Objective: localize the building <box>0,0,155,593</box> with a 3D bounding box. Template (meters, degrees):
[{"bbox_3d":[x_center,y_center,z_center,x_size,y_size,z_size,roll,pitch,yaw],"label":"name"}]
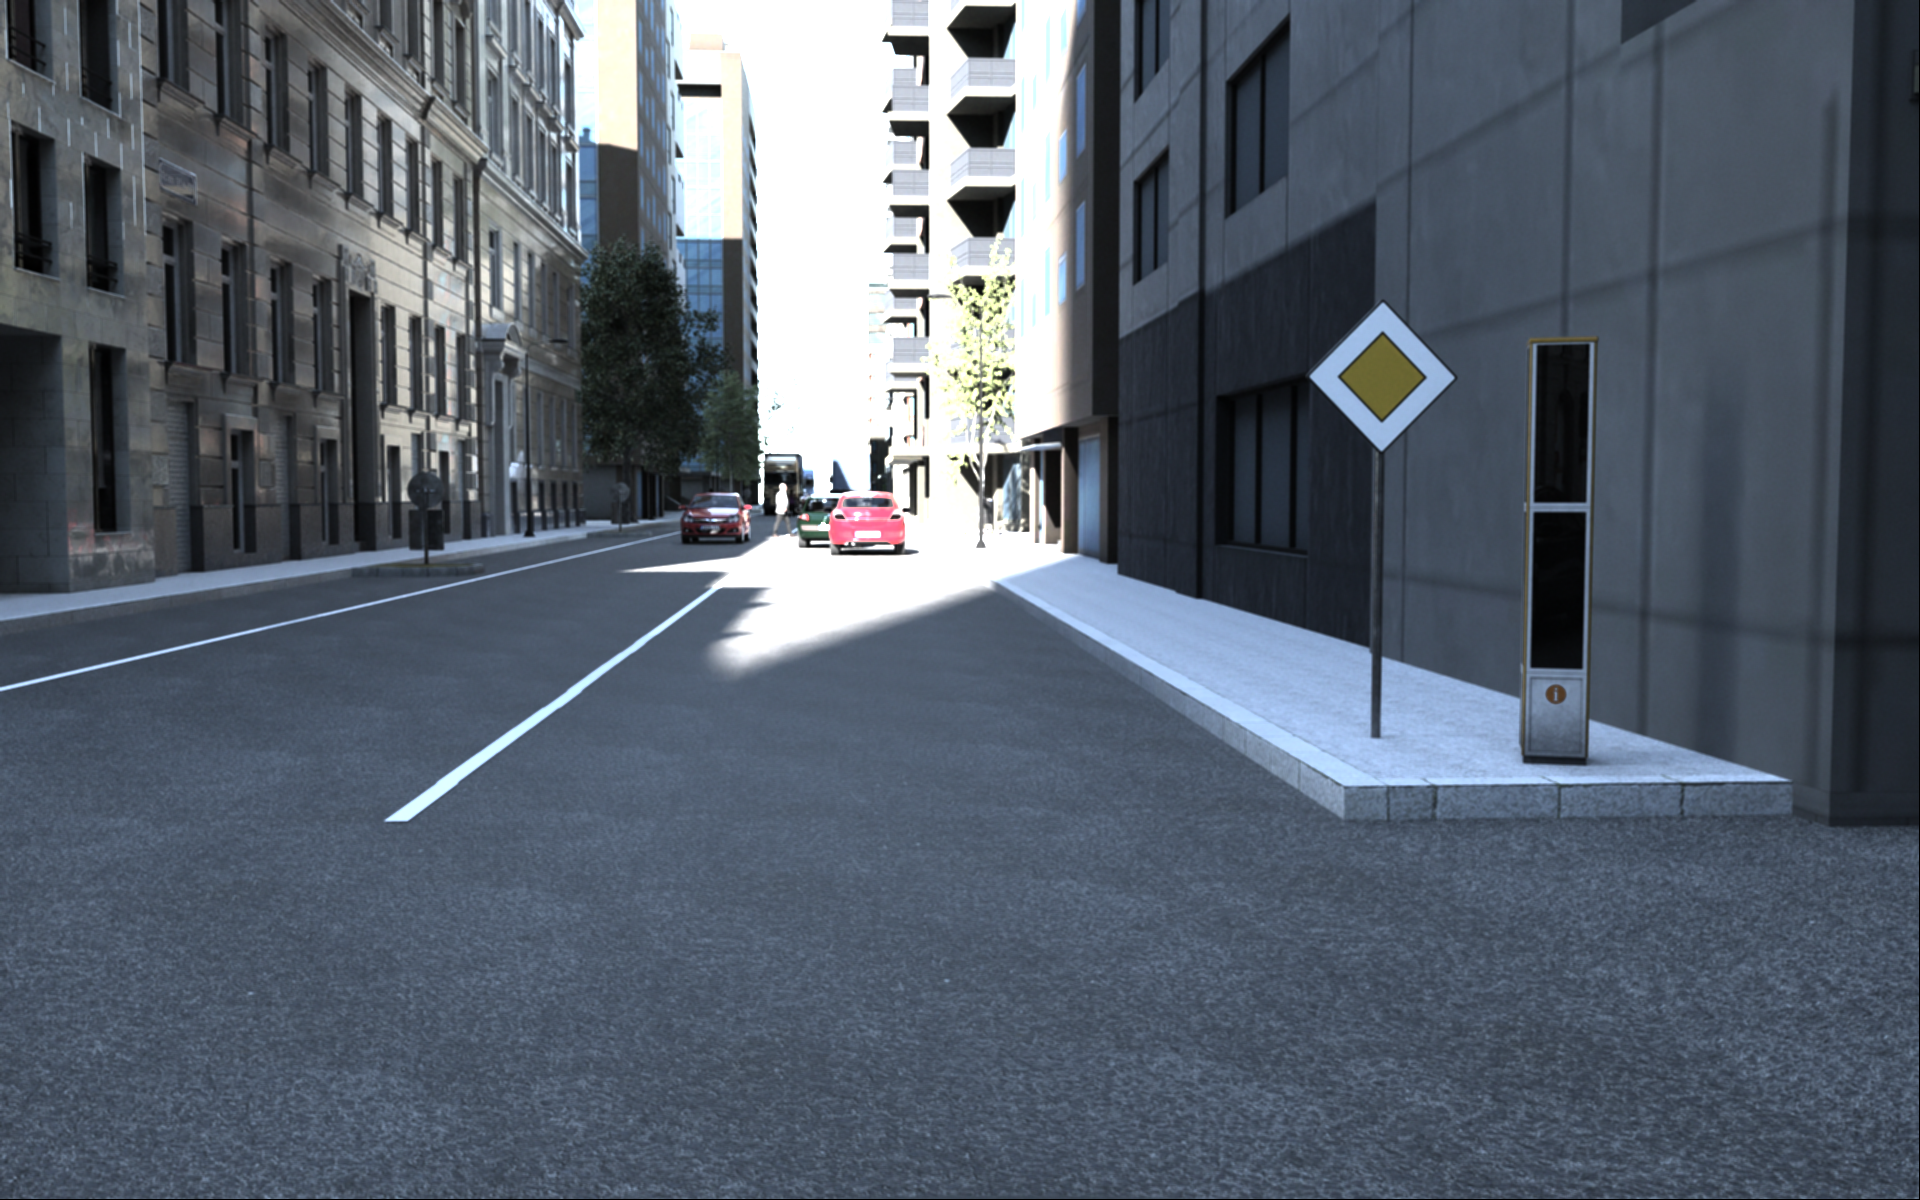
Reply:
[{"bbox_3d":[-16.334,-9.855,15.885,10.420,20.320,16.860,0,4,-4],"label":"building"}]

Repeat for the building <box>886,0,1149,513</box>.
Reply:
[{"bbox_3d":[4.051,-43.465,148.903,20.563,71.187,20.611,0,4,-4],"label":"building"}]

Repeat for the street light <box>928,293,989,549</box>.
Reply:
[{"bbox_3d":[-0.050,-4.140,40.231,1.470,5.913,1.316,0,4,-4],"label":"street light"}]

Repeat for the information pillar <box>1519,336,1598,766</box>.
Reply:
[{"bbox_3d":[2.857,-0.232,8.288,0.304,2.012,0.304,1,4,16],"label":"information pillar"}]

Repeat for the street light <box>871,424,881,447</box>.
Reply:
[{"bbox_3d":[-4.968,-8.706,114.876,1.470,5.913,1.316,0,4,-4],"label":"street light"}]

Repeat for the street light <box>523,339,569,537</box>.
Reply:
[{"bbox_3d":[-12.406,-4.854,51.909,1.470,5.913,1.316,0,4,-4],"label":"street light"}]

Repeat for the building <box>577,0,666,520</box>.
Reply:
[{"bbox_3d":[-22.794,-26.858,89.231,14.600,45.320,14.200,0,4,-4],"label":"building"}]

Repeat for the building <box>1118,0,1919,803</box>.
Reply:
[{"bbox_3d":[13.350,-35.343,16.112,20.611,71.187,20.563,0,4,-4],"label":"building"}]

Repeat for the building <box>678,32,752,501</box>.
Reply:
[{"bbox_3d":[-28.175,-31.957,172.602,14.600,45.320,14.200,0,4,-4],"label":"building"}]

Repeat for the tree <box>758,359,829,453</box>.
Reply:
[{"bbox_3d":[-25.096,-23.607,241.864,12.611,20.169,13.585,0,3,0],"label":"tree"}]

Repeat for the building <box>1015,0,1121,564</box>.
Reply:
[{"bbox_3d":[8.805,-23.698,37.569,14.600,45.320,14.200,0,4,-4],"label":"building"}]

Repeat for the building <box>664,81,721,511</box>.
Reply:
[{"bbox_3d":[-35.406,-27.128,135.416,32.217,40.220,23.993,0,4,-4],"label":"building"}]

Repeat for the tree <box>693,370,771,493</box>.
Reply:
[{"bbox_3d":[-21.179,-14.695,158.392,7.486,12.596,7.792,0,3,0],"label":"tree"}]

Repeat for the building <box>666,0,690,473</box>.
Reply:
[{"bbox_3d":[-31.900,-31.805,109.257,28.713,52.752,27.495,0,4,-4],"label":"building"}]

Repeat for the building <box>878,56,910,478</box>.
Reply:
[{"bbox_3d":[3.270,-34.567,184.774,23.786,49.044,30.456,0,4,-4],"label":"building"}]

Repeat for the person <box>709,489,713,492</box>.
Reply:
[{"bbox_3d":[-13.816,-5.278,95.524,0.721,1.735,1.217,0,4,1],"label":"person"}]

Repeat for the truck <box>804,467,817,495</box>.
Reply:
[{"bbox_3d":[-16.084,-11.584,179.154,2.967,4.110,18.799,0,4,-4],"label":"truck"}]

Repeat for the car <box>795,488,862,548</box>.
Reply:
[{"bbox_3d":[-3.508,-2.285,47.149,2.009,1.686,4.222,0,4,-3],"label":"car"}]

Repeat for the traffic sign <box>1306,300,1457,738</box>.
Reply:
[{"bbox_3d":[2.187,-0.331,9.061,0.795,2.450,0.064,0,4,-4],"label":"traffic sign"}]

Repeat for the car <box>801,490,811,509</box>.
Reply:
[{"bbox_3d":[-13.053,-7.925,138.249,2.281,1.827,5.304,0,4,-5],"label":"car"}]

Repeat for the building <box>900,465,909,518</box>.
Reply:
[{"bbox_3d":[12.866,-24.829,97.837,32.217,40.220,23.993,0,4,-4],"label":"building"}]

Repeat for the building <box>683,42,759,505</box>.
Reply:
[{"bbox_3d":[-33.424,-34.640,190.063,21.300,48.544,21.600,0,4,-4],"label":"building"}]

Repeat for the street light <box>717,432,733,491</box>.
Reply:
[{"bbox_3d":[-17.601,-9.599,129.479,1.470,5.913,1.316,0,4,-4],"label":"street light"}]

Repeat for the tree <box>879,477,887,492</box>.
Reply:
[{"bbox_3d":[-6.740,-10.629,168.388,1.663,3.219,1.824,0,3,0],"label":"tree"}]

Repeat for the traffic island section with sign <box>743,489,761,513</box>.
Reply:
[{"bbox_3d":[-16.471,-7.701,134.535,1.989,1.847,2.006,0,4,-4],"label":"traffic island section with sign"}]

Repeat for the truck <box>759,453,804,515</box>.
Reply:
[{"bbox_3d":[-12.244,-8.027,120.150,2.839,4.237,11.283,0,4,-3],"label":"truck"}]

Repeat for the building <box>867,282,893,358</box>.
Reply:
[{"bbox_3d":[-5.650,-28.429,236.518,14.160,30.474,14.107,0,4,-4],"label":"building"}]

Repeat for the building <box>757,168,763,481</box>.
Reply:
[{"bbox_3d":[-36.588,-36.535,216.962,23.786,49.044,30.456,0,4,-4],"label":"building"}]

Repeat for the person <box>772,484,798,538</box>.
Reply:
[{"bbox_3d":[-5.775,-2.944,57.039,0.834,1.777,0.661,1,4,9],"label":"person"}]

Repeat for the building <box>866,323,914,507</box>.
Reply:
[{"bbox_3d":[2.329,-22.647,215.322,27.650,21.520,28.899,0,4,-4],"label":"building"}]

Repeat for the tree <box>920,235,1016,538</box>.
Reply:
[{"bbox_3d":[0.697,-6.113,50.316,4.737,8.622,4.395,0,3,0],"label":"tree"}]

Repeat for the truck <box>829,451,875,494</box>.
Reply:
[{"bbox_3d":[-6.679,-6.959,103.545,2.967,4.110,18.799,0,4,-2],"label":"truck"}]

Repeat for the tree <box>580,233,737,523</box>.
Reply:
[{"bbox_3d":[-14.687,-9.739,76.241,9.611,12.733,9.660,0,3,0],"label":"tree"}]

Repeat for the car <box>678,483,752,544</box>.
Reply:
[{"bbox_3d":[-7.238,-2.595,51.467,2.155,1.783,4.494,0,4,-3],"label":"car"}]

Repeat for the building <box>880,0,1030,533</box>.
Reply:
[{"bbox_3d":[7.986,-25.389,69.738,22.147,44.769,28.867,0,4,-4],"label":"building"}]

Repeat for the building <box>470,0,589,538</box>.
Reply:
[{"bbox_3d":[-20.725,-16.717,59.220,13.634,28.700,20.117,0,4,-4],"label":"building"}]

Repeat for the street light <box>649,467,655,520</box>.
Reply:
[{"bbox_3d":[-14.612,-6.878,84.997,1.470,5.913,1.316,0,4,-4],"label":"street light"}]

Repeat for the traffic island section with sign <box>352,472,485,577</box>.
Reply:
[{"bbox_3d":[-9.614,-1.365,30.952,1.989,1.847,2.006,0,4,-4],"label":"traffic island section with sign"}]

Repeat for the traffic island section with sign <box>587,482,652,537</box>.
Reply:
[{"bbox_3d":[-11.413,-3.033,58.215,1.989,1.847,2.006,0,4,-4],"label":"traffic island section with sign"}]

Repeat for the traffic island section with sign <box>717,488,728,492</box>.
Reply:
[{"bbox_3d":[-14.684,-6.049,107.526,1.989,1.847,2.006,0,4,-4],"label":"traffic island section with sign"}]

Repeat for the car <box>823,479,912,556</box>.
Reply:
[{"bbox_3d":[-2.233,-2.006,41.842,2.155,1.783,4.494,0,4,-3],"label":"car"}]

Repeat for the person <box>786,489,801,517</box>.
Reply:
[{"bbox_3d":[-10.425,-5.983,107.006,1.217,1.739,0.721,-1,4,-19],"label":"person"}]

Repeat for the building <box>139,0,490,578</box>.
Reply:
[{"bbox_3d":[-18.663,-14.649,36.781,12.463,27.353,25.104,0,4,-4],"label":"building"}]

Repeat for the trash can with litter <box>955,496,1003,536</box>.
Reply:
[{"bbox_3d":[0.535,-2.607,53.687,1.678,1.210,2.233,3,5,41],"label":"trash can with litter"}]

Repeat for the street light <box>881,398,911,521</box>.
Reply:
[{"bbox_3d":[-2.947,-6.795,83.636,1.470,5.913,1.316,0,4,-4],"label":"street light"}]
